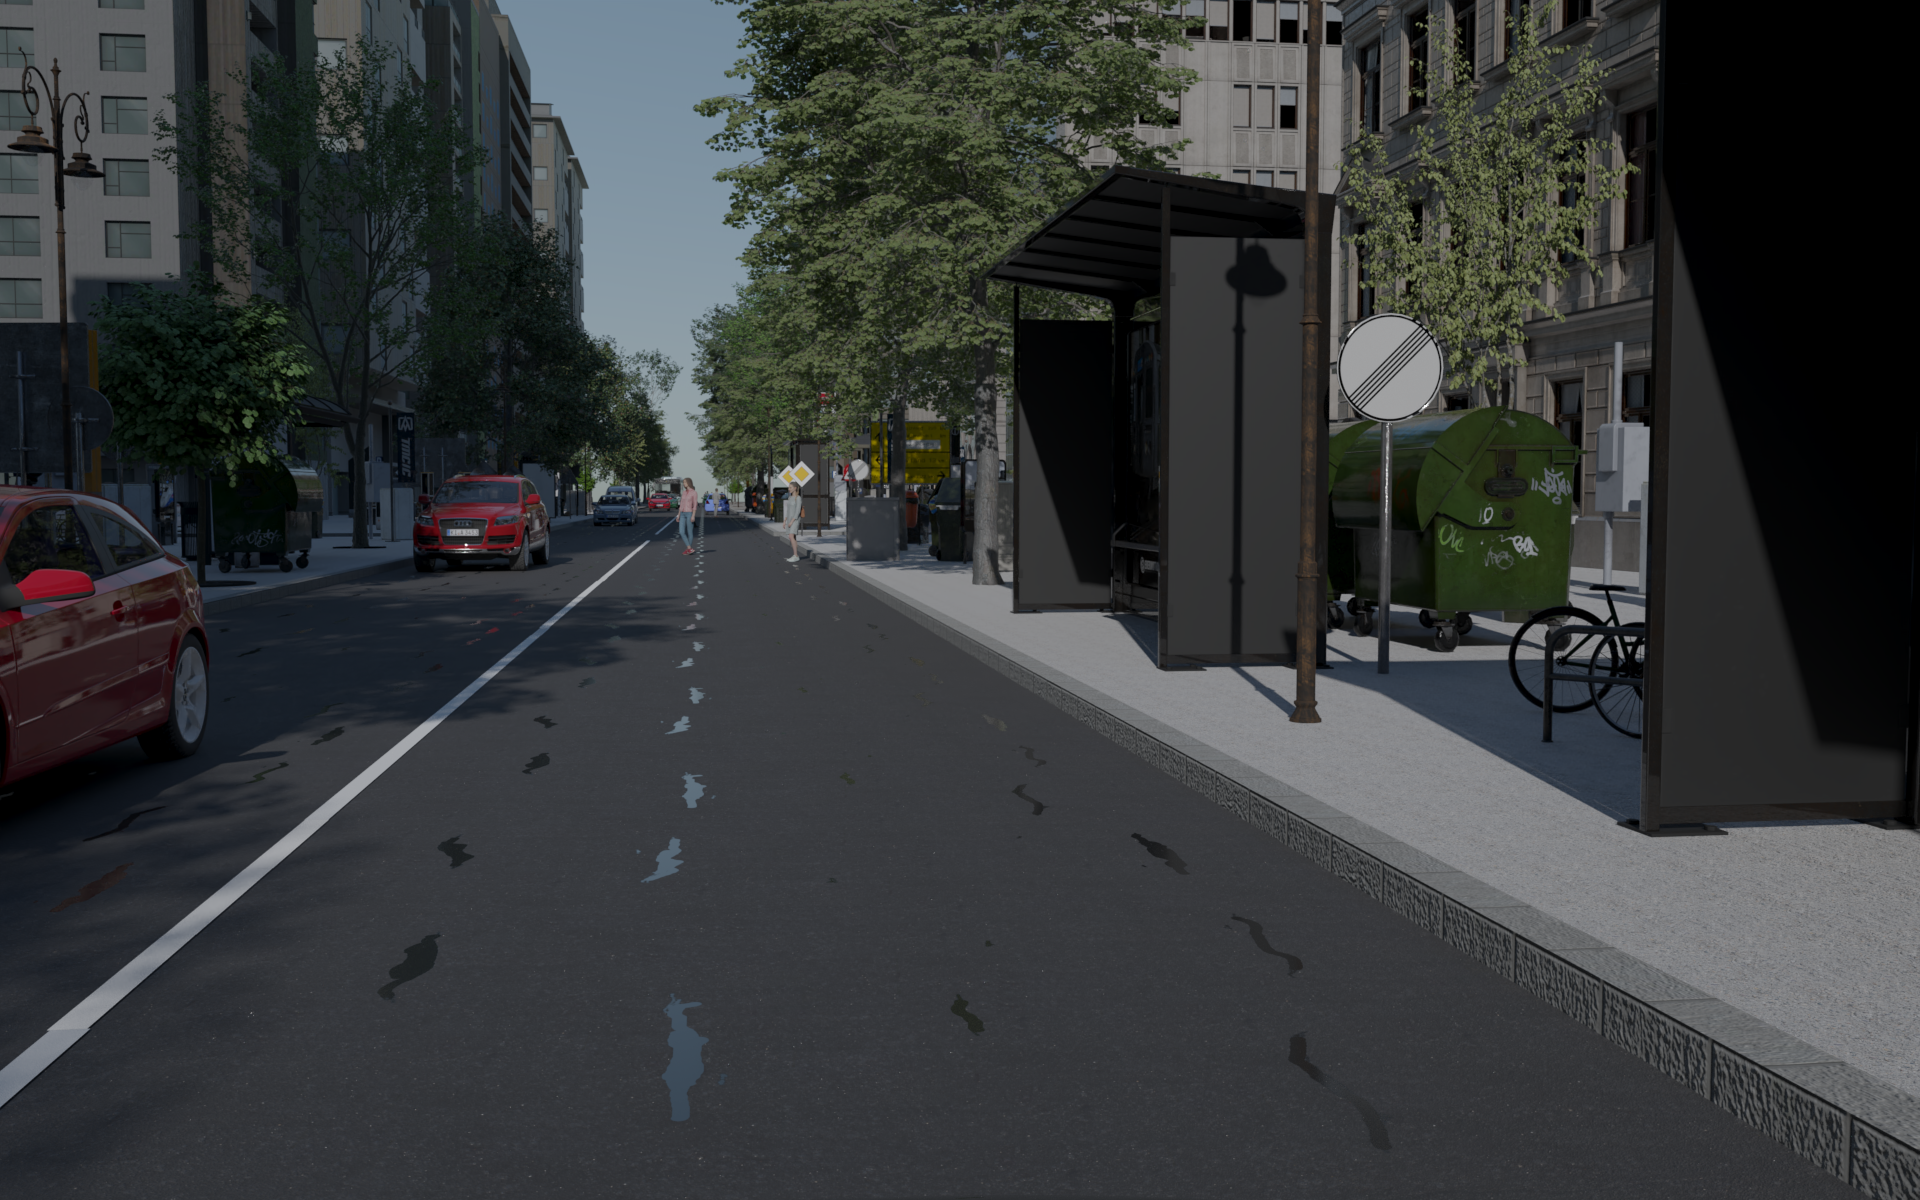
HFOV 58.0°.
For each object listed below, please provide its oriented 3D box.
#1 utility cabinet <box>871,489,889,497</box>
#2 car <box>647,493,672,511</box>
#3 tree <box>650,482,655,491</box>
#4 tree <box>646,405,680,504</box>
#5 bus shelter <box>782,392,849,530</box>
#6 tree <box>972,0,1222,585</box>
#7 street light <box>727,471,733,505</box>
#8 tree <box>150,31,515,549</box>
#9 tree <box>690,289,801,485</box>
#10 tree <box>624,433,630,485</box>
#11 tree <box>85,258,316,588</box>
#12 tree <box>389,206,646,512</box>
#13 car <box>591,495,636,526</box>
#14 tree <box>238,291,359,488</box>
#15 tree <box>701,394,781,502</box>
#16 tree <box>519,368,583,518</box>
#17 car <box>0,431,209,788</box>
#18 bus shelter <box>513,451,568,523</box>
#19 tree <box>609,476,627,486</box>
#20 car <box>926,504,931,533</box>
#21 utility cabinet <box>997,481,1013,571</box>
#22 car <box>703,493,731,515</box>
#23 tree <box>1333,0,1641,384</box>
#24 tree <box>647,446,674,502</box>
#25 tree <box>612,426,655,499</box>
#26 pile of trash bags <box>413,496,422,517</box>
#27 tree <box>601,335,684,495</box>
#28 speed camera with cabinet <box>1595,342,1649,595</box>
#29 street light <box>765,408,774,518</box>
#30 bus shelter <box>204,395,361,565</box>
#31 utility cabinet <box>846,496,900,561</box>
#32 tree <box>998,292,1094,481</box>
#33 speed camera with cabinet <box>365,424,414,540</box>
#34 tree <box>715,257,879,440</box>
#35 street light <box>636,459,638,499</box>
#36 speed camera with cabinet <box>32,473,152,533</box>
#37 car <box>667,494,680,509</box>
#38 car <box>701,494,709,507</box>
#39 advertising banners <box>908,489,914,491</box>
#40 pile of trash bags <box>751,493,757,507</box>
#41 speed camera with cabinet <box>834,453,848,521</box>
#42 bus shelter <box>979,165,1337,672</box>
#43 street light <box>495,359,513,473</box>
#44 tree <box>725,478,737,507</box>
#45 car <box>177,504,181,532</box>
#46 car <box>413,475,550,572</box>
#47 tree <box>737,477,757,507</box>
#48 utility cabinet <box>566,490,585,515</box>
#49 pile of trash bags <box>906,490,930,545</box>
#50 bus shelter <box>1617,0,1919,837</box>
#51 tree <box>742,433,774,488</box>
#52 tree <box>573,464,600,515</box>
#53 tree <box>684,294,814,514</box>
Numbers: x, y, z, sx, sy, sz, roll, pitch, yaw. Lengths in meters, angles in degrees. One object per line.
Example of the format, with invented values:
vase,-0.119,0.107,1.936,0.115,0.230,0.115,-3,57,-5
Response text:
utility cabinet,-3.582,-4.208,77.479,0.318,1.500,1.173,-2,4,-34
car,-25.601,-8.467,147.483,2.155,1.783,4.494,-1,4,-10
tree,-49.931,-20.473,285.101,4.360,8.622,3.978,0,3,0
tree,-26.148,-12.517,121.657,9.611,12.733,9.660,0,3,0
bus shelter,-5.564,-5.378,65.561,2.179,5.291,8.768,-1,4,-8
tree,-0.035,-6.484,24.139,7.486,12.596,7.792,0,3,0
street light,-27.586,-14.486,209.630,0.468,5.910,1.993,-1,4,-8
tree,-14.230,-7.010,40.371,9.928,11.665,9.643,0,3,0
tree,-17.130,-18.225,153.875,12.611,20.169,13.585,0,3,0
tree,-35.905,-16.810,192.969,7.486,12.596,7.792,0,3,0
tree,-10.680,-2.477,24.205,4.285,4.588,4.351,0,3,0
tree,-18.004,-9.310,69.219,9.611,12.733,9.660,0,3,0
car,-15.789,-4.104,79.098,2.014,1.417,4.499,-1,4,-9
tree,-24.907,-6.817,61.823,4.737,8.622,4.395,0,3,0
tree,-15.255,-11.883,128.697,8.767,10.594,7.601,0,4,-2
tree,-21.916,-8.801,94.256,4.737,8.622,4.395,0,3,0
car,-4.897,0.070,7.902,2.155,1.783,4.494,0,4,-7
bus shelter,-18.954,-5.182,78.645,2.014,3.302,5.546,-1,4,-9
tree,-31.018,-9.935,157.044,1.663,3.219,1.824,0,3,0
car,-0.339,-2.796,58.077,4.827,1.381,2.083,0,4,-7
utility cabinet,0.968,-1.226,28.721,1.173,1.500,0.318,-1,4,-21
car,-16.826,-6.755,120.042,1.945,1.707,3.694,-1,4,-8
tree,7.743,-4.603,25.617,4.737,8.622,4.395,0,3,0
tree,-42.801,-18.598,238.483,7.601,10.594,8.767,0,4,3
tree,-29.742,-12.389,152.917,4.737,8.622,4.395,0,3,0
pile of trash bags,-29.605,-5.207,94.888,1.912,1.369,3.447,1,4,15
tree,-39.695,-21.445,206.514,12.611,20.169,13.585,0,3,0
speed camera with cabinet,8.882,-1.692,22.008,0.660,3.252,2.038,-1,4,-10
street light,-10.210,-7.329,92.612,0.468,5.910,1.993,-1,4,-8
bus shelter,-13.185,-2.427,33.600,2.014,3.302,5.546,-1,4,-8
utility cabinet,-1.685,-1.364,33.457,1.020,1.237,0.306,0,4,-6
tree,2.812,-6.173,51.299,4.737,8.622,4.395,0,3,0
speed camera with cabinet,-16.076,-3.326,48.710,0.660,3.252,2.038,-3,5,-42
tree,-6.967,-9.175,75.759,9.928,11.665,9.643,0,3,0
street light,-33.004,-12.472,176.712,0.468,5.910,1.993,-1,4,-8
speed camera with cabinet,-14.414,-2.097,28.624,0.660,3.252,2.038,2,4,24
car,-27.369,-9.224,162.603,2.131,1.459,4.920,-1,4,-9
car,-27.303,-10.889,189.835,2.131,1.459,4.920,-1,4,-10
advertising banners,-1.445,-3.264,49.553,0.090,3.025,2.074,-1,4,-8
pile of trash bags,-12.134,-6.366,113.842,3.447,1.369,1.912,-3,4,-36
speed camera with cabinet,-5.726,-5.441,83.297,0.660,3.252,2.038,0,4,-4
bus shelter,1.507,-1.488,15.605,1.731,3.624,6.357,-1,4,-8
street light,-15.616,-5.300,59.451,0.468,5.910,1.993,-1,4,-8
tree,-23.021,-11.236,178.317,1.663,3.219,1.824,0,3,0
car,-26.620,-2.523,53.614,4.827,1.381,2.083,0,4,-8
car,-9.253,-1.535,33.777,2.281,1.827,5.304,0,4,-6
tree,-19.875,-10.438,165.267,1.663,3.219,1.824,0,3,0
utility cabinet,-23.253,-5.889,104.961,1.173,1.500,0.318,1,4,13
pile of trash bags,-1.647,-2.130,44.582,1.912,1.369,3.447,-1,4,-17
bus shelter,3.502,-0.749,3.537,1.731,3.624,6.357,-1,4,-8
tree,-16.329,-11.647,140.796,4.737,8.622,4.395,0,3,0
tree,-23.317,-6.908,107.547,1.663,3.219,1.824,0,3,0
tree,-12.679,-12.478,110.670,9.857,13.997,8.962,0,3,0
